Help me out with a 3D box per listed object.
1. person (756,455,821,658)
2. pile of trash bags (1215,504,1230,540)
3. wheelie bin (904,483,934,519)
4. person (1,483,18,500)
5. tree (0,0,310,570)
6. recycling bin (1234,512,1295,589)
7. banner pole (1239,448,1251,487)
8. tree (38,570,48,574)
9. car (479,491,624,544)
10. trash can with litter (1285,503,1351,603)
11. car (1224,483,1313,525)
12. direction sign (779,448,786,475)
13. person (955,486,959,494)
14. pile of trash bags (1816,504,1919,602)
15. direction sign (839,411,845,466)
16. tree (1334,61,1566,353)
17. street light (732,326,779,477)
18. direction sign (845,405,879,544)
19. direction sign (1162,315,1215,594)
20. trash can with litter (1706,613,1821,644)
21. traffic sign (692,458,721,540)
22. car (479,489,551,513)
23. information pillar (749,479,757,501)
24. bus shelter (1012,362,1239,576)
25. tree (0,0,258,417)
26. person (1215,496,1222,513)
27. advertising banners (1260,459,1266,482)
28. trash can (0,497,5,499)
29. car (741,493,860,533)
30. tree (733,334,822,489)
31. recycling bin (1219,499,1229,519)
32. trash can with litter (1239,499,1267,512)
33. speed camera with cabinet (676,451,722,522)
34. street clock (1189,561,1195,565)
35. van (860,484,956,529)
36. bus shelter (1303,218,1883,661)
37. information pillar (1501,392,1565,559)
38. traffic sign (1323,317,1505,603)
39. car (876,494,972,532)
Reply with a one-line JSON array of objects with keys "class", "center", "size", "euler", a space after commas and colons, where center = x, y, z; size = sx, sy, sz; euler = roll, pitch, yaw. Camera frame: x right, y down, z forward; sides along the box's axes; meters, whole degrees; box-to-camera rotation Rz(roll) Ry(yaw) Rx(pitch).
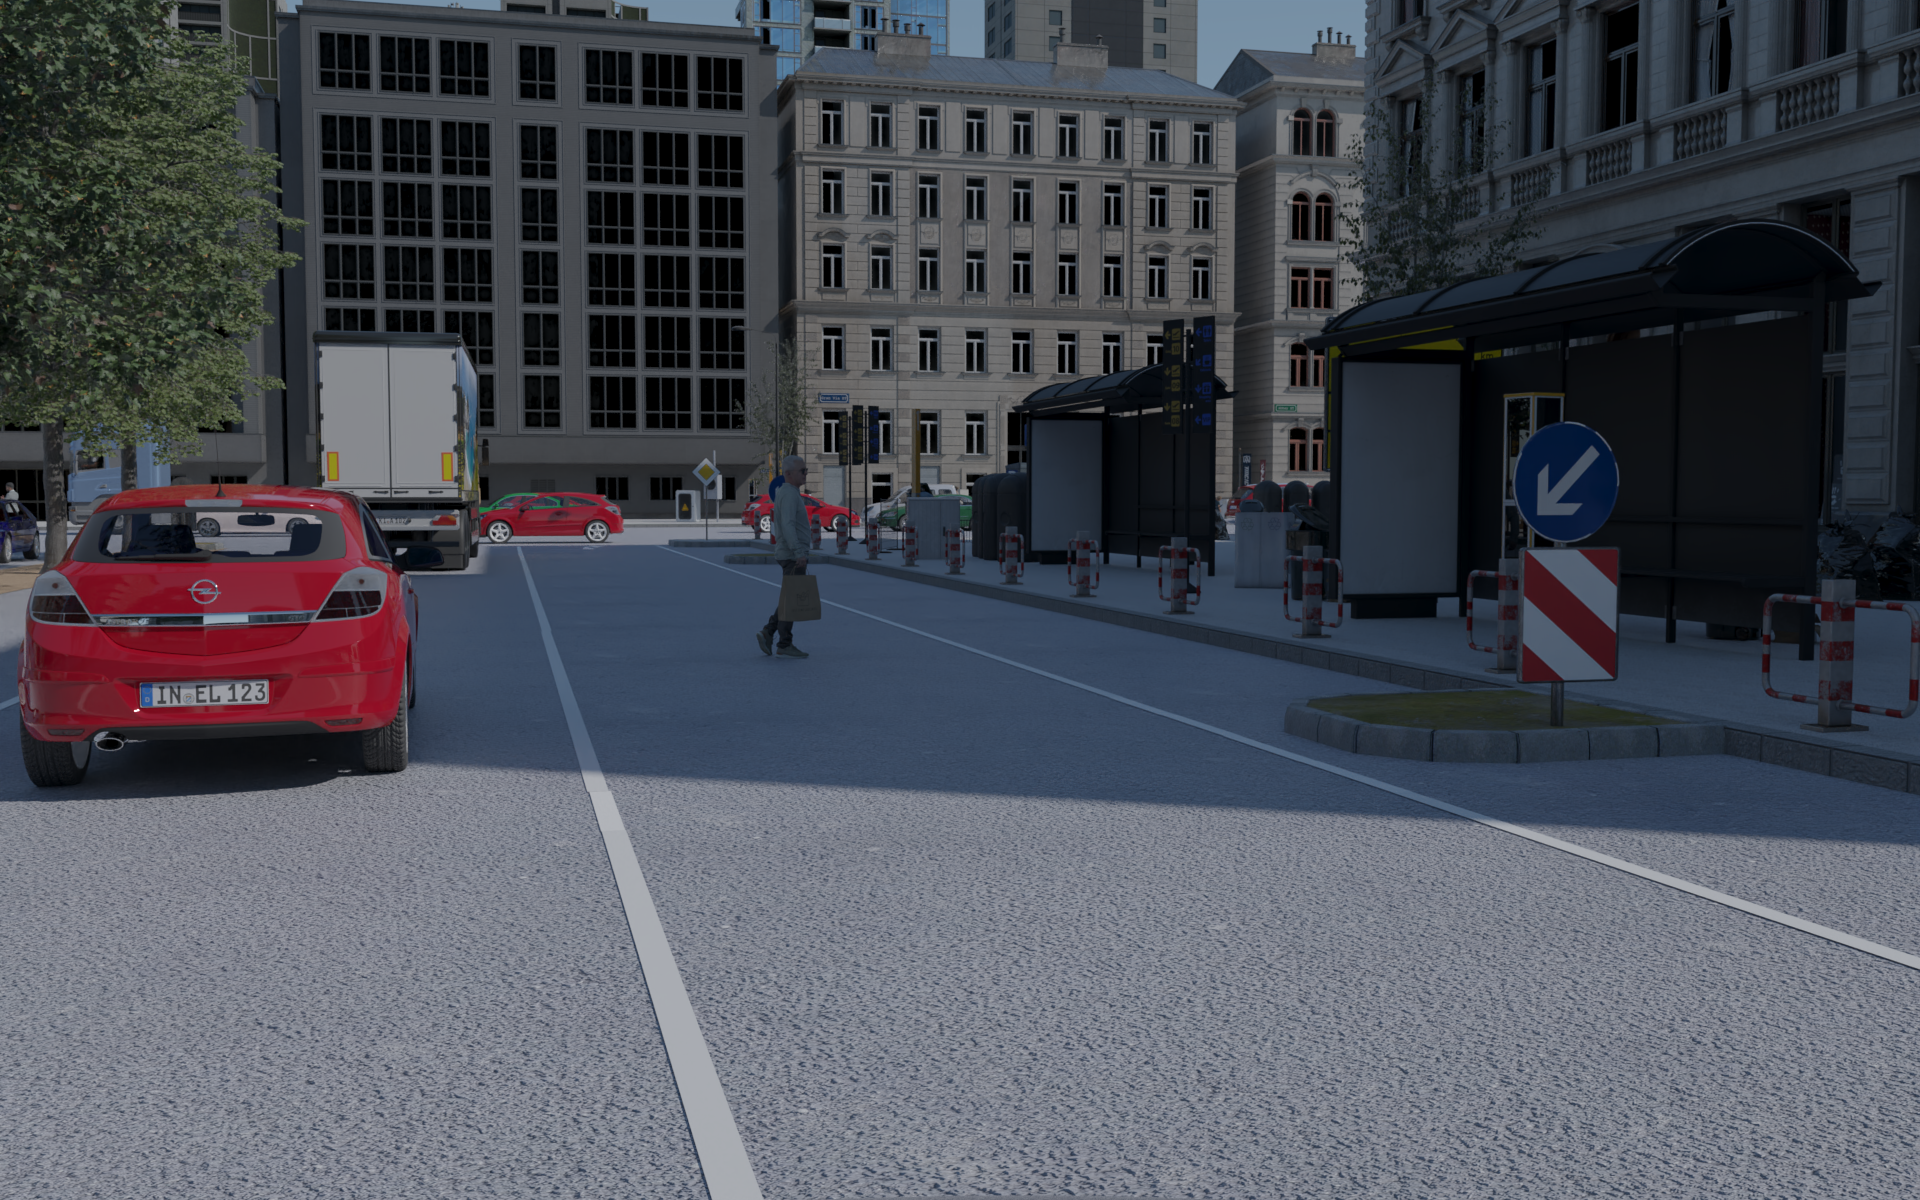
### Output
[{"class": "person", "center": [-1.493, -0.369, 15.019], "size": [0.515, 1.767, 0.782], "euler": [-1, 4, -12]}, {"class": "pile of trash bags", "center": [5.822, -2.341, 48.031], "size": [3.447, 1.369, 1.912], "euler": [-3, 5, -42]}, {"class": "wheelie bin", "center": [-1.124, -2.491, 48.629], "size": [0.980, 1.594, 0.693], "euler": [3, 5, 42]}, {"class": "person", "center": [-30.419, -2.860, 55.447], "size": [0.466, 1.800, 0.511], "euler": [-1, 4, -15]}, {"class": "tree", "center": [-18.448, -7.188, 38.108], "size": [7.486, 12.596, 7.792], "euler": [0, 3, 0]}, {"class": "recycling bin", "center": [4.197, -0.691, 23.851], "size": [0.722, 1.027, 0.722], "euler": [1, 4, 19]}, {"class": "banner pole", "center": [15.426, -6.371, 94.175], "size": [0.863, 3.779, 0.401], "euler": [1, 4, 17]}, {"class": "tree", "center": [-16.301, -6.744, 30.842], "size": [7.486, 12.596, 7.792], "euler": [0, 3, 0]}, {"class": "car", "center": [-12.129, -2.550, 50.728], "size": [4.494, 1.783, 2.155], "euler": [-1, 4, -13]}, {"class": "trash can with litter", "center": [4.435, -0.576, 20.807], "size": [0.624, 1.170, 1.055], "euler": [-3, 5, -43]}, {"class": "car", "center": [11.998, -3.214, 61.223], "size": [5.304, 1.827, 2.281], "euler": [-1, 4, -15]}, {"class": "direction sign", "center": [-8.729, -5.703, 85.234], "size": [0.379, 3.537, 0.876], "euler": [1, 4, 18]}, {"class": "person", "center": [-0.231, -4.142, 76.555], "size": [0.374, 1.781, 0.599], "euler": [-1, 4, -13]}, {"class": "pile of trash bags", "center": [10.820, -0.756, 22.108], "size": [1.912, 1.369, 3.447], "euler": [0, 4, -5]}, {"class": "direction sign", "center": [-2.997, -3.378, 47.224], "size": [0.876, 3.537, 0.379], "euler": [3, 5, 44]}, {"class": "tree", "center": [8.399, -4.910, 30.645], "size": [4.360, 8.622, 3.978], "euler": [0, 3, 0]}, {"class": "street light", "center": [-5.634, -4.628, 48.214], "size": [1.470, 5.913, 1.316], "euler": [-1, 4, -15]}, {"class": "direction sign", "center": [-2.405, -3.198, 44.291], "size": [0.876, 3.537, 0.379], "euler": [-3, 5, -44]}, {"class": "direction sign", "center": [2.941, -1.858, 22.381], "size": [0.379, 3.537, 0.876], "euler": [-3, 5, -40]}, {"class": "trash can with litter", "center": [7.059, -0.232, 15.187], "size": [1.055, 1.170, 0.624], "euler": [3, 5, 42]}, {"class": "traffic sign", "center": [-7.013, -2.707, 47.897], "size": [0.795, 2.450, 0.064], "euler": [-1, 4, -15]}, {"class": "car", "center": [-15.796, -3.228, 61.577], "size": [4.718, 1.807, 1.959], "euler": [-1, 4, -16]}, {"class": "information pillar", "center": [-10.309, -4.995, 86.163], "size": [0.304, 2.012, 0.304], "euler": [1, 4, 15]}, {"class": "bus shelter", "center": [2.614, -2.153, 29.119], "size": [2.014, 3.302, 5.546], "euler": [-1, 4, -15]}, {"class": "tree", "center": [-14.303, -6.255, 21.732], "size": [9.611, 12.733, 9.660], "euler": [0, 3, 0]}, {"class": "person", "center": [11.788, -4.081, 79.137], "size": [0.340, 1.345, 0.435], "euler": [-3, 4, -37]}, {"class": "advertising banners", "center": [15.012, -5.636, 88.333], "size": [0.090, 3.025, 2.074], "euler": [-1, 4, -22]}, {"class": "trash can", "center": [-42.532, -3.992, 76.917], "size": [0.748, 1.137, 0.748], "euler": [0, 3, 0]}, {"class": "car", "center": [-5.957, -3.427, 65.069], "size": [4.494, 1.783, 2.155], "euler": [-1, 4, -16]}, {"class": "tree", "center": [-8.146, -7.910, 79.684], "size": [4.360, 8.622, 3.978], "euler": [0, 3, 0]}, {"class": "recycling bin", "center": [12.801, -4.428, 84.944], "size": [0.722, 1.027, 0.722], "euler": [1, 4, 13]}, {"class": "trash can with litter", "center": [6.326, -1.580, 37.212], "size": [0.624, 1.170, 1.055], "euler": [0, 4, 5]}, {"class": "speed camera with cabinet", "center": [-11.891, -5.167, 78.813], "size": [2.038, 3.252, 0.660], "euler": [1, 4, 14]}, {"class": "street clock", "center": [4.124, -1.638, 31.344], "size": [0.471, 2.002, 0.358], "euler": [-2, 4, -31]}, {"class": "van", "center": [-2.146, -4.037, 73.019], "size": [4.112, 2.044, 2.013], "euler": [-1, 4, -13]}, {"class": "bus shelter", "center": [5.207, -1.315, 15.430], "size": [2.014, 3.302, 5.546], "euler": [-1, 4, -15]}, {"class": "information pillar", "center": [4.201, -0.504, 12.736], "size": [0.304, 2.012, 0.304], "euler": [-2, 4, -26]}, {"class": "traffic sign", "center": [5.283, -1.610, 20.198], "size": [2.265, 3.308, 0.079], "euler": [-1, 4, -13]}, {"class": "car", "center": [-0.824, -3.362, 66.767], "size": [4.920, 1.459, 2.131], "euler": [-1, 4, -15]}]
